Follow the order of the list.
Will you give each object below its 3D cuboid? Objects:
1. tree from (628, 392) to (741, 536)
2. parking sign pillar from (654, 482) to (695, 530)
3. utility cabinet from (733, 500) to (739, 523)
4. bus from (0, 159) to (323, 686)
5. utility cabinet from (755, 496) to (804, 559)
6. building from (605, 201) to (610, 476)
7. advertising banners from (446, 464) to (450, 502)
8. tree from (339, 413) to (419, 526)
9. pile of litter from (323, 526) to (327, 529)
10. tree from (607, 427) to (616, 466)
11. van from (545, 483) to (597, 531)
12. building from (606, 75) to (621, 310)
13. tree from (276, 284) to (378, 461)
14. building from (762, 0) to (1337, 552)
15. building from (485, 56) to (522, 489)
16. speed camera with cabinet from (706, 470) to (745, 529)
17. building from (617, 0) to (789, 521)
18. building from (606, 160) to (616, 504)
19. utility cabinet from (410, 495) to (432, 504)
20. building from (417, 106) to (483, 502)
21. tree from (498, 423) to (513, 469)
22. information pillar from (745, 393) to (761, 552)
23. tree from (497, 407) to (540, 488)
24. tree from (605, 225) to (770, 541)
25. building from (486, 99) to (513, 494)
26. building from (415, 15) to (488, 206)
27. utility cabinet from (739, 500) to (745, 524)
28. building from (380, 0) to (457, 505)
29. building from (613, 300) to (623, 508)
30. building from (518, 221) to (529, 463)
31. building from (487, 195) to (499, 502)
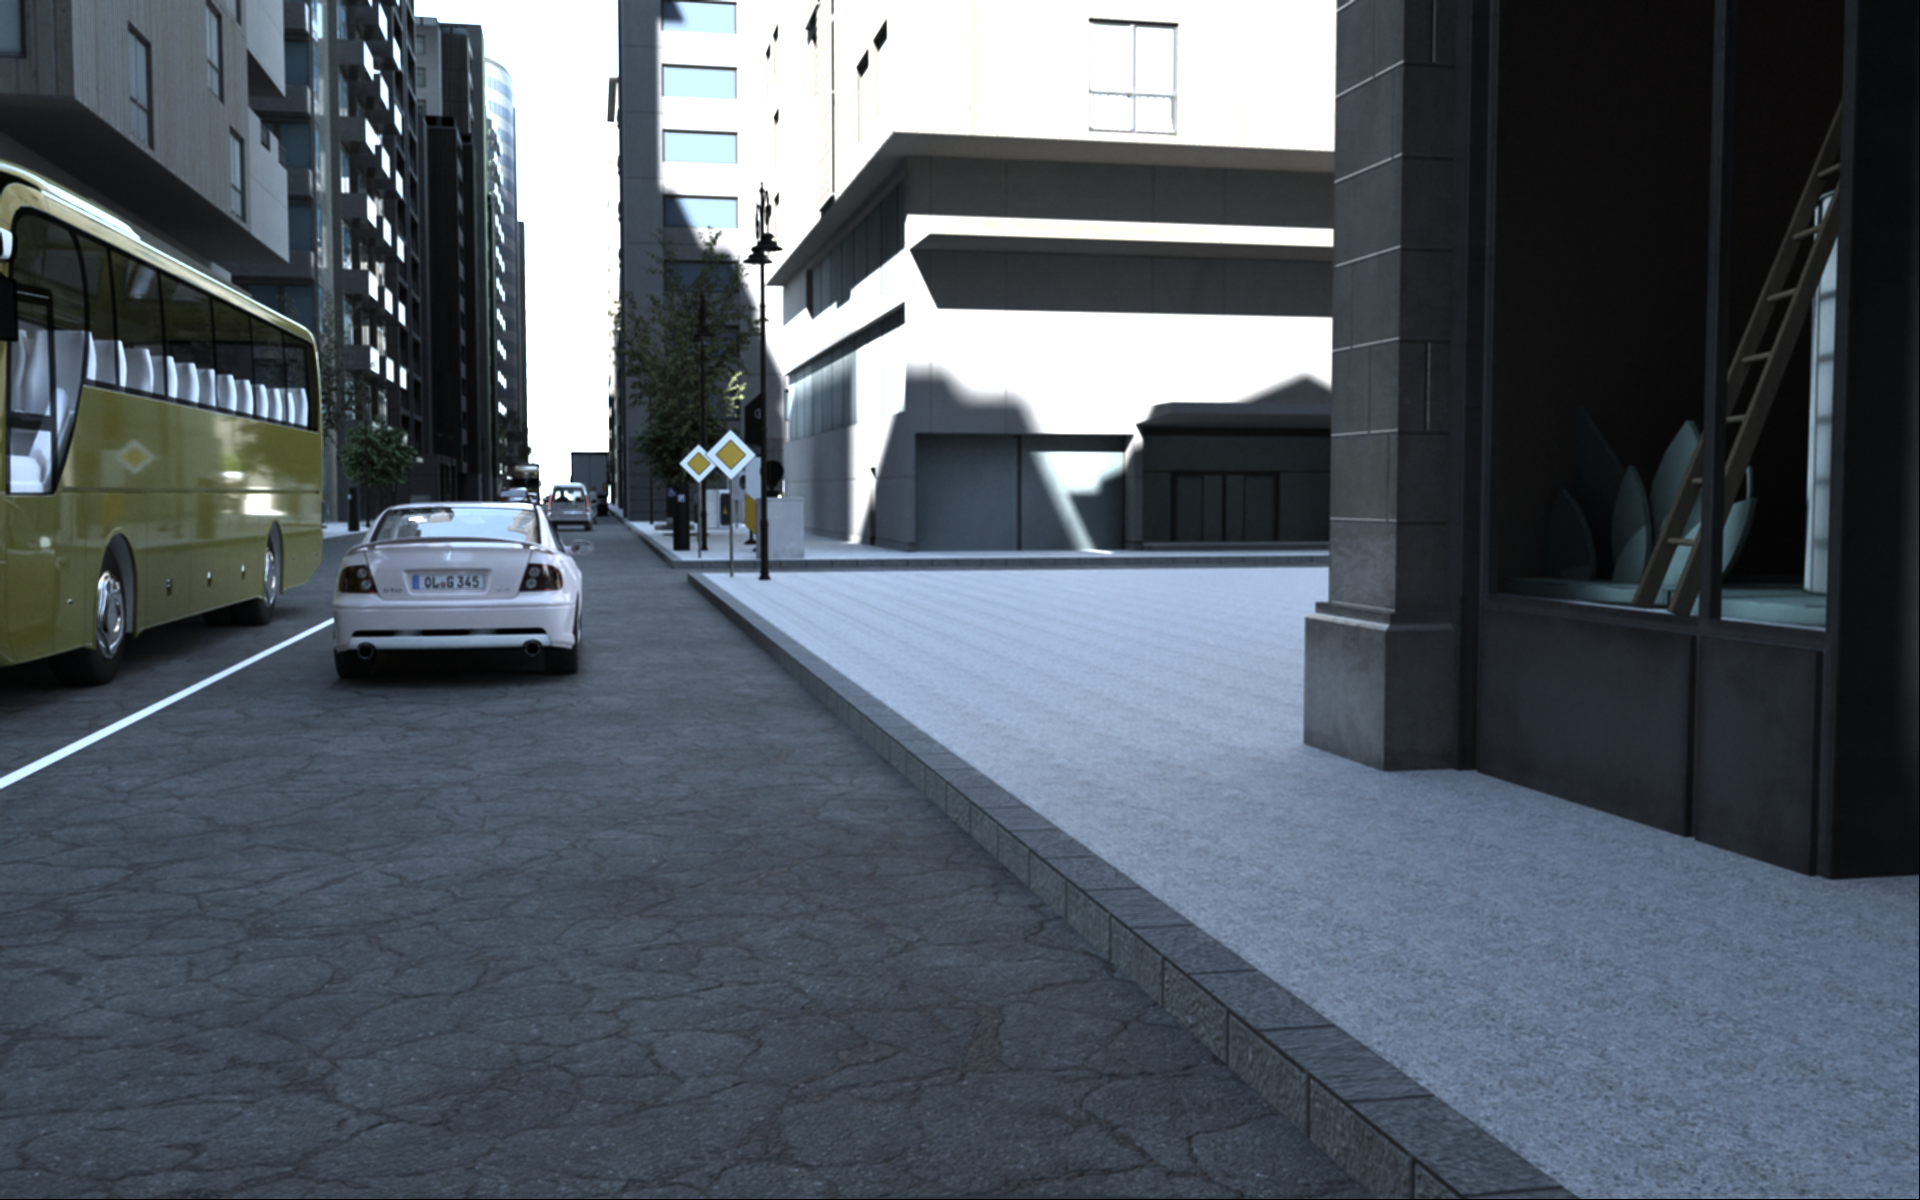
[{"bbox_3d":[-8.661,-4.307,54.134,4.285,4.588,4.351,0,3,0],"label":"tree"},{"bbox_3d":[-10.256,-4.508,62.175,1.447,3.967,1.447,0,4,-1],"label":"parking sign pillar"},{"bbox_3d":[-9.843,-4.023,76.944,1.020,1.237,0.306,0,4,-4],"label":"utility cabinet"},{"bbox_3d":[-8.195,-1.491,15.930,2.896,3.916,12.252,-1,4,-11],"label":"bus"},{"bbox_3d":[-3.573,-1.420,34.371,1.020,1.237,0.306,-3,5,-45],"label":"utility cabinet"},{"bbox_3d":[-45.541,-37.194,258.233,14.600,45.320,14.200,-1,4,-12],"label":"building"},{"bbox_3d":[-28.767,-6.189,97.375,0.090,3.025,2.074,-1,4,-10],"label":"advertising banners"},{"bbox_3d":[-23.737,-5.316,70.629,4.285,4.588,4.351,0,3,0],"label":"tree"},{"bbox_3d":[-24.457,-3.108,64.786,1.719,0.858,1.176,2,4,35],"label":"pile of litter"},{"bbox_3d":[-37.056,-14.718,190.993,4.360,8.622,3.978,0,3,0],"label":"tree"},{"bbox_3d":[-15.446,-3.770,68.652,2.013,2.044,4.112,-1,4,-11],"label":"van"},{"bbox_3d":[-29.233,-38.389,216.894,28.713,52.752,27.495,-1,4,-12],"label":"building"},{"bbox_3d":[-22.788,-6.789,61.364,4.360,8.622,3.978,0,3,0],"label":"tree"},{"bbox_3d":[8.516,-28.179,49.968,27.495,52.752,28.713,-1,4,-12],"label":"building"},{"bbox_3d":[-69.482,-41.986,228.465,21.231,58.520,28.212,-1,4,-12],"label":"building"},{"bbox_3d":[-8.615,-4.273,64.196,0.660,3.252,2.038,2,4,27],"label":"speed camera with cabinet"},{"bbox_3d":[-8.227,-33.851,95.456,21.231,58.520,28.212,-1,4,-12],"label":"building"},{"bbox_3d":[-37.872,-37.722,240.463,21.300,48.544,21.600,-1,4,-12],"label":"building"},{"bbox_3d":[-26.890,-4.602,86.411,1.020,1.237,0.306,0,4,6],"label":"utility cabinet"},{"bbox_3d":[-44.178,-22.005,131.483,14.160,30.474,14.107,-1,4,-12],"label":"building"},{"bbox_3d":[-46.242,-13.471,170.615,4.737,8.622,4.395,0,3,0],"label":"tree"},{"bbox_3d":[-4.538,-2.890,38.612,0.504,3.616,0.183,-1,4,-10],"label":"information pillar"},{"bbox_3d":[-47.580,-15.143,181.992,8.767,10.594,7.601,3,5,42],"label":"tree"},{"bbox_3d":[-7.295,-5.894,46.722,4.737,8.622,4.395,0,3,0],"label":"tree"},{"bbox_3d":[-64.267,-35.447,199.165,23.786,49.044,30.456,-1,4,-12],"label":"building"},{"bbox_3d":[-47.048,-28.216,144.930,14.154,41.232,14.086,-1,4,-12],"label":"building"},{"bbox_3d":[-9.122,-3.867,74.383,0.306,1.237,1.020,0,4,4],"label":"utility cabinet"},{"bbox_3d":[-44.159,-41.228,112.324,20.563,71.187,20.611,-1,4,-12],"label":"building"},{"bbox_3d":[-19.949,-19.974,171.611,27.650,21.520,28.899,-1,4,-12],"label":"building"},{"bbox_3d":[-70.000,-34.674,250.511,14.154,41.232,14.086,-1,4,-12],"label":"building"},{"bbox_3d":[-50.136,-23.687,158.988,14.160,30.474,14.107,-1,4,-12],"label":"building"}]
